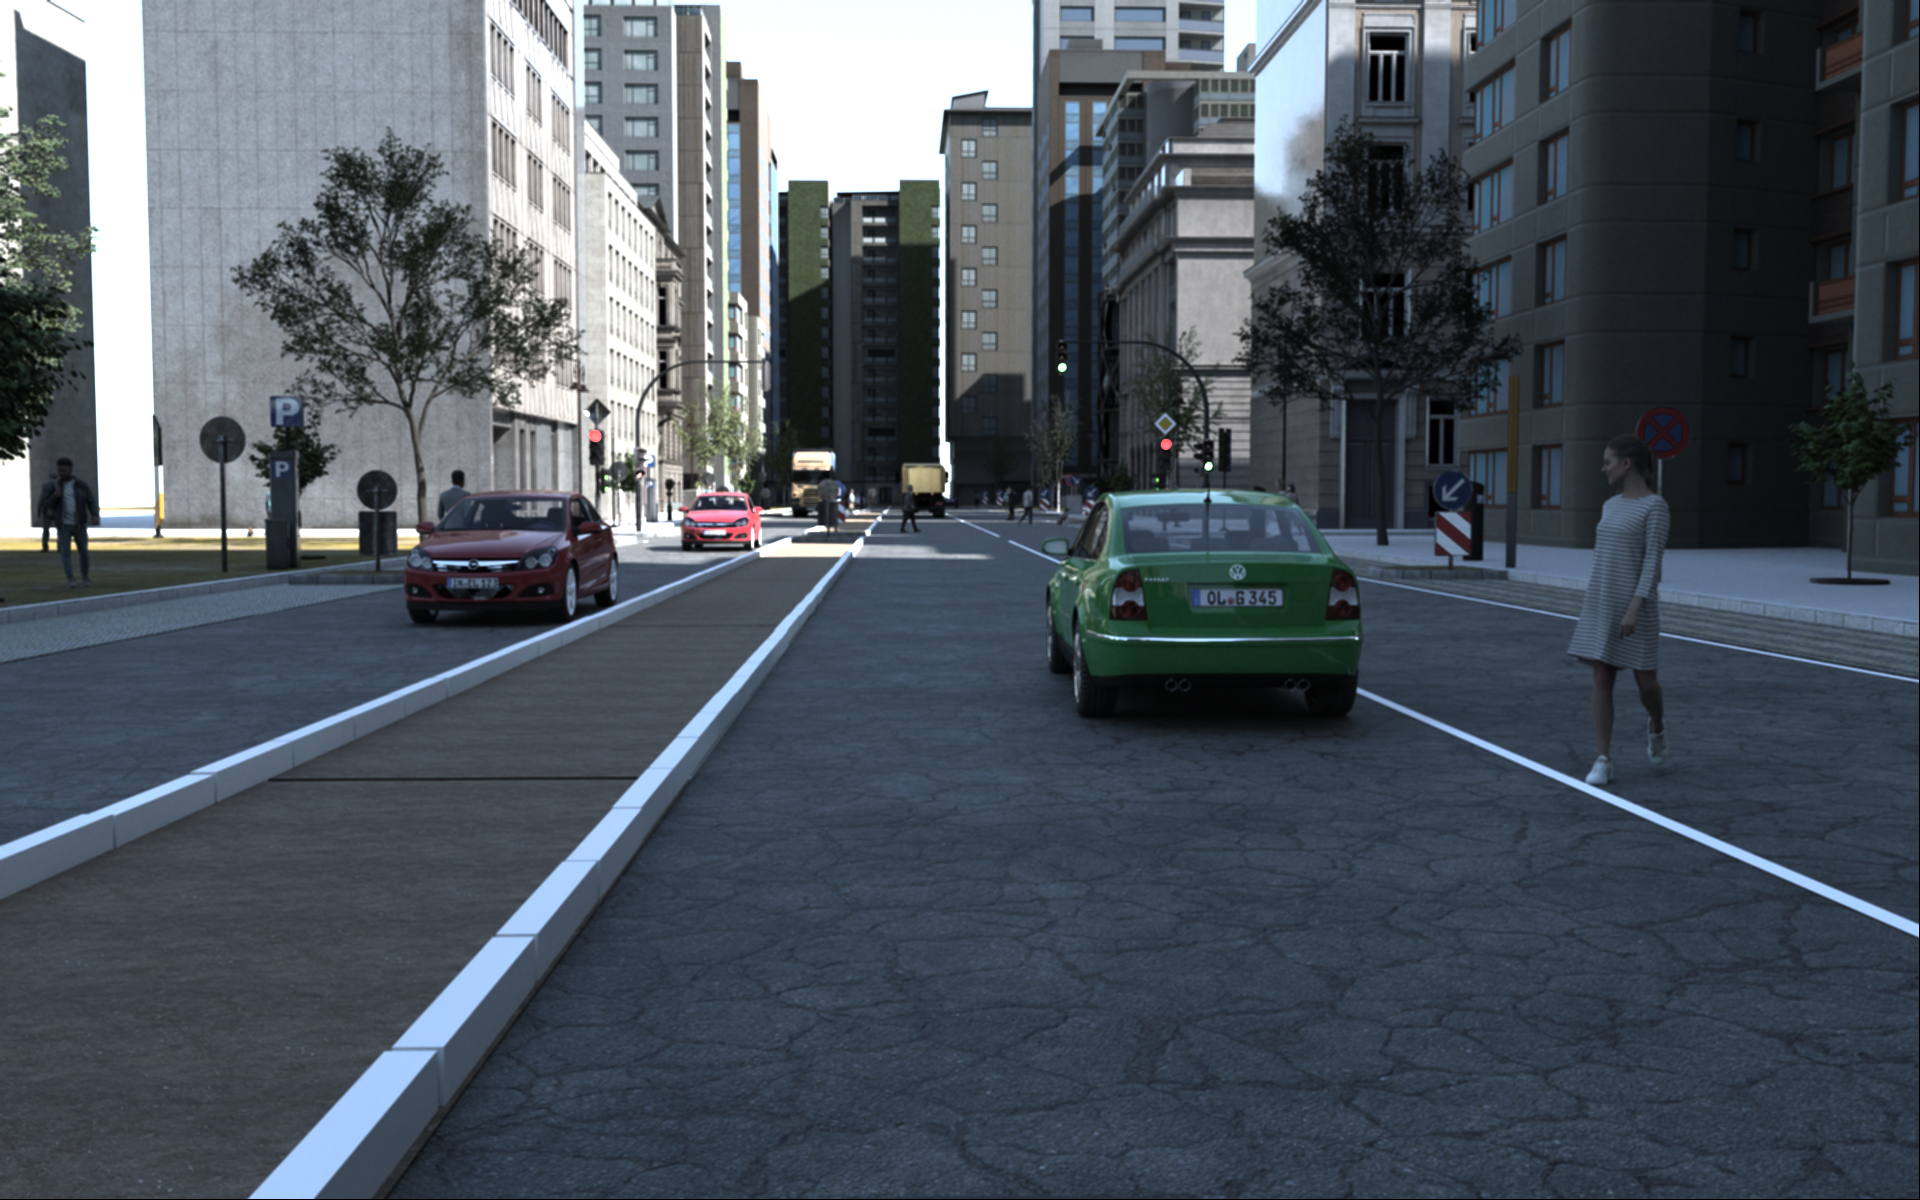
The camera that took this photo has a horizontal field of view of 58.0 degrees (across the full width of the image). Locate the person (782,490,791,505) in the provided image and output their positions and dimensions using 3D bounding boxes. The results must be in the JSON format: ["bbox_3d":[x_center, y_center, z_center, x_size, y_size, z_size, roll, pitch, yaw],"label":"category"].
[{"bbox_3d":[-20.089,-11.858,200.648,1.217,1.735,0.721,0,4,2],"label":"person"}]

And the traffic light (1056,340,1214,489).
[{"bbox_3d":[5.214,-4.691,51.372,4.771,5.953,1.251,0,4,-2],"label":"traffic light"}]

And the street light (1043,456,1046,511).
[{"bbox_3d":[6.556,-9.868,134.121,0.468,5.910,1.993,0,4,-2],"label":"street light"}]

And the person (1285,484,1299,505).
[{"bbox_3d":[10.471,-2.768,54.343,0.593,1.750,0.643,-2,4,-32],"label":"person"}]

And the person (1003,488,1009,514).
[{"bbox_3d":[3.367,-6.971,122.341,0.638,1.841,0.748,1,4,13],"label":"person"}]

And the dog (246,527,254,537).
[{"bbox_3d":[-22.102,-2.049,53.689,0.550,0.427,0.748,1,4,21],"label":"dog"}]

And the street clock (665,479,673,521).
[{"bbox_3d":[-14.030,-4.837,83.650,0.358,2.002,0.471,1,4,11],"label":"street clock"}]

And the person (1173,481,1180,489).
[{"bbox_3d":[8.414,-3.722,67.087,0.419,1.800,0.721,1,4,9],"label":"person"}]

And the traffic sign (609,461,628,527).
[{"bbox_3d":[-13.340,-4.135,67.710,0.768,2.556,0.104,0,4,3],"label":"traffic sign"}]

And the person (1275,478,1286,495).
[{"bbox_3d":[7.155,-1.817,38.568,0.624,1.780,0.694,1,4,22],"label":"person"}]

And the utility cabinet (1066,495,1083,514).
[{"bbox_3d":[7.213,-6.003,109.307,1.020,1.237,0.306,1,4,9],"label":"utility cabinet"}]

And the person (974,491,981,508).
[{"bbox_3d":[1.807,-10.325,178.095,0.721,1.735,1.217,-2,4,-32],"label":"person"}]

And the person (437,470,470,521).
[{"bbox_3d":[-7.659,-1.074,26.329,0.678,1.792,0.850,1,4,13],"label":"person"}]

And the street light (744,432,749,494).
[{"bbox_3d":[-15.276,-9.284,124.579,0.468,5.910,1.993,0,4,-2],"label":"street light"}]

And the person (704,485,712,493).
[{"bbox_3d":[-14.897,-5.910,102.537,0.638,1.841,0.748,-1,4,-14],"label":"person"}]

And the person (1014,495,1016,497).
[{"bbox_3d":[5.548,-11.064,186.898,0.705,1.831,1.348,-3,5,-44],"label":"person"}]

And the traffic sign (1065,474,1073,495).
[{"bbox_3d":[7.235,-6.885,112.678,0.768,2.556,0.104,0,4,3],"label":"traffic sign"}]

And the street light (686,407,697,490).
[{"bbox_3d":[-14.248,-7.295,92.061,0.468,5.910,1.993,0,4,-2],"label":"street light"}]

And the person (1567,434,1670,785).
[{"bbox_3d":[3.360,0.031,8.740,0.466,1.731,0.760,3,4,37],"label":"person"}]

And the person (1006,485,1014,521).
[{"bbox_3d":[2.712,-5.261,93.876,0.474,1.900,0.648,0,4,-3],"label":"person"}]

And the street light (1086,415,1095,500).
[{"bbox_3d":[7.641,-7.879,101.605,0.468,5.910,1.993,0,4,-2],"label":"street light"}]

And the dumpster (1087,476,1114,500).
[{"bbox_3d":[7.880,-5.749,96.487,1.502,2.255,1.985,0,4,-2],"label":"dumpster"}]

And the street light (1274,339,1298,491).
[{"bbox_3d":[9.296,-4.700,49.629,0.468,5.910,1.993,0,4,-2],"label":"street light"}]

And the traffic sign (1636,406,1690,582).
[{"bbox_3d":[10.203,-1.536,25.226,0.768,2.556,0.104,0,4,3],"label":"traffic sign"}]

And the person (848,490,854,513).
[{"bbox_3d":[-8.133,-7.358,129.294,0.515,1.767,0.782,0,4,6],"label":"person"}]

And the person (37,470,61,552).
[{"bbox_3d":[-20.076,-1.961,38.286,0.590,1.801,0.661,3,5,39],"label":"person"}]

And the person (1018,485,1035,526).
[{"bbox_3d":[2.996,-4.218,77.306,0.795,1.843,0.661,-2,4,-33],"label":"person"}]

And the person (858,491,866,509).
[{"bbox_3d":[-9.603,-9.739,168.413,0.721,1.739,1.217,3,5,43],"label":"person"}]

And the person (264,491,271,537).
[{"bbox_3d":[-20.966,-2.711,52.852,0.660,1.820,0.620,1,4,17],"label":"person"}]

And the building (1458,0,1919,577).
[{"bbox_3d":[28.447,-11.597,34.645,27.650,21.520,28.899,0,4,-2],"label":"building"}]

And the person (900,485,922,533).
[{"bbox_3d":[-1.816,-3.406,64.589,0.834,1.777,0.661,0,4,-8],"label":"person"}]

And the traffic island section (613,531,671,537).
[{"bbox_3d":[-10.966,-2.250,59.062,2.009,0.180,2.903,0,4,-2],"label":"traffic island section"}]

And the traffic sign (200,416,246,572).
[{"bbox_3d":[-12.105,-1.733,28.441,0.768,2.556,0.104,0,4,3],"label":"traffic sign"}]

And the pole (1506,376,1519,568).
[{"bbox_3d":[9.608,-2.218,30.112,0.158,3.312,0.155,0,3,0],"label":"pole"}]

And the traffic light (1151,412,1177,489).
[{"bbox_3d":[7.024,-4.321,59.566,0.839,4.253,0.868,0,4,-2],"label":"traffic light"}]

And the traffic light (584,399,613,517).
[{"bbox_3d":[-10.649,-3.794,50.949,0.839,4.253,0.868,0,4,-2],"label":"traffic light"}]

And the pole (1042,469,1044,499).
[{"bbox_3d":[6.477,-8.654,135.332,0.158,3.312,0.155,0,3,0],"label":"pole"}]

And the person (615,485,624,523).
[{"bbox_3d":[-15.438,-4.379,78.201,0.524,1.755,0.480,0,4,5],"label":"person"}]

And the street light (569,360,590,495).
[{"bbox_3d":[-12.963,-5.279,59.103,0.468,5.910,1.993,0,4,-2],"label":"street light"}]

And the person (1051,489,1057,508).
[{"bbox_3d":[8.408,-9.049,154.447,0.568,1.767,0.683,-1,4,-16],"label":"person"}]

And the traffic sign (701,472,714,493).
[{"bbox_3d":[-14.571,-6.099,99.818,0.768,2.556,0.104,0,4,5],"label":"traffic sign"}]

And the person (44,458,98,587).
[{"bbox_3d":[-12.272,-1.071,23.903,0.623,1.781,0.721,-3,5,-40],"label":"person"}]

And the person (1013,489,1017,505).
[{"bbox_3d":[6.491,-12.135,204.315,0.709,1.838,0.599,3,5,41],"label":"person"}]

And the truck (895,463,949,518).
[{"bbox_3d":[-2.310,-6.854,107.989,3.469,3.379,9.791,0,4,-2],"label":"truck"}]

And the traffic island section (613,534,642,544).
[{"bbox_3d":[-10.689,-1.762,51.082,2.009,0.180,2.903,0,4,-2],"label":"traffic island section"}]

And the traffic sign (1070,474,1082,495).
[{"bbox_3d":[7.480,-6.848,112.063,0.768,2.556,0.104,0,4,8],"label":"traffic sign"}]

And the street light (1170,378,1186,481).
[{"bbox_3d":[8.658,-5.877,68.872,0.468,5.910,1.993,0,4,-2],"label":"street light"}]

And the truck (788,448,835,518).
[{"bbox_3d":[-9.175,-7.327,108.703,2.839,4.237,11.283,0,4,-3],"label":"truck"}]

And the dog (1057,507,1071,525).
[{"bbox_3d":[4.738,-3.915,80.850,0.513,0.831,0.800,-3,4,-38],"label":"dog"}]

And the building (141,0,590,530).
[{"bbox_3d":[-23.324,-15.521,71.795,12.078,24.808,19.932,0,4,-2],"label":"building"}]

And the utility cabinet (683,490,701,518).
[{"bbox_3d":[-13.991,-4.994,90.331,1.173,1.500,0.318,3,5,42],"label":"utility cabinet"}]

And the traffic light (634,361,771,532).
[{"bbox_3d":[-8.838,-5.160,59.036,4.771,5.953,1.251,0,4,-2],"label":"traffic light"}]
